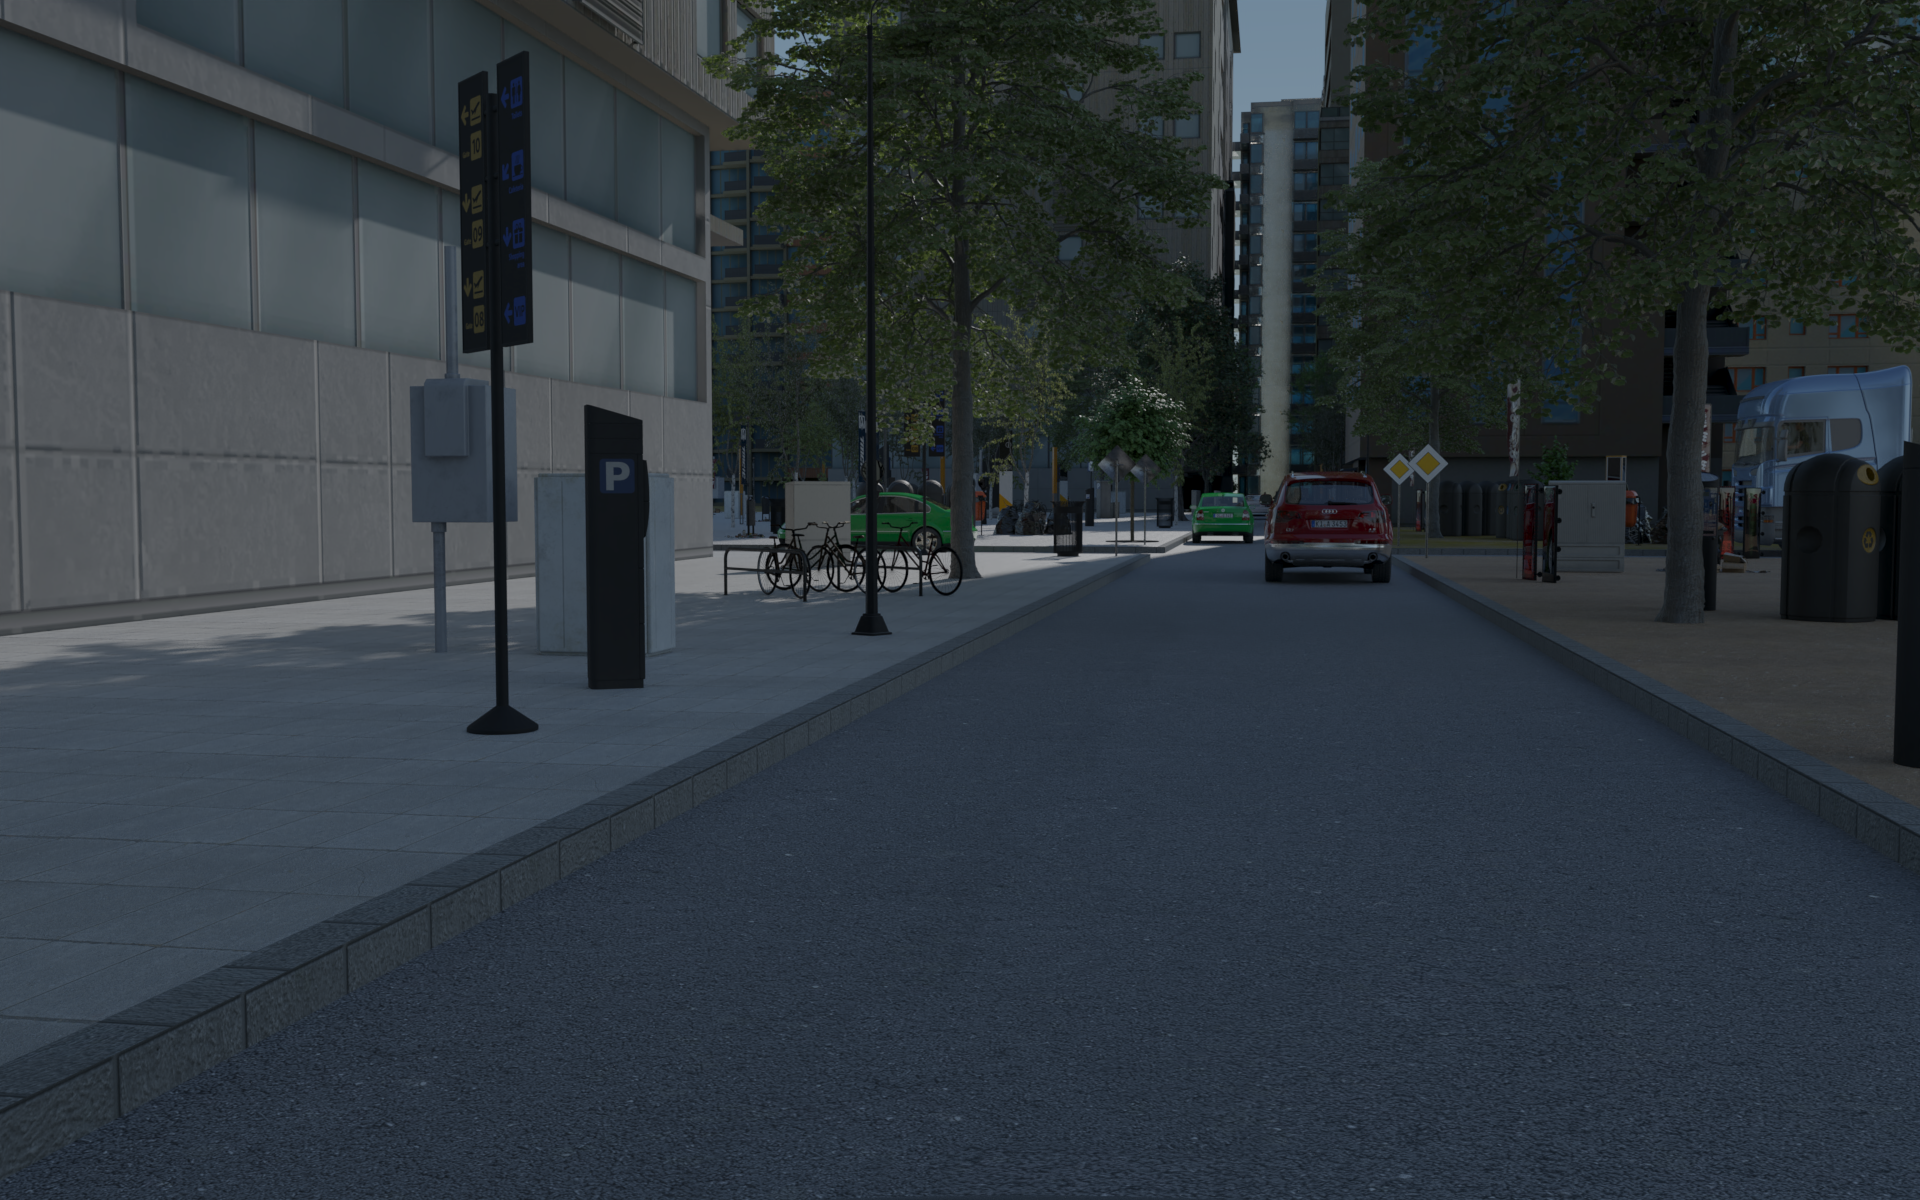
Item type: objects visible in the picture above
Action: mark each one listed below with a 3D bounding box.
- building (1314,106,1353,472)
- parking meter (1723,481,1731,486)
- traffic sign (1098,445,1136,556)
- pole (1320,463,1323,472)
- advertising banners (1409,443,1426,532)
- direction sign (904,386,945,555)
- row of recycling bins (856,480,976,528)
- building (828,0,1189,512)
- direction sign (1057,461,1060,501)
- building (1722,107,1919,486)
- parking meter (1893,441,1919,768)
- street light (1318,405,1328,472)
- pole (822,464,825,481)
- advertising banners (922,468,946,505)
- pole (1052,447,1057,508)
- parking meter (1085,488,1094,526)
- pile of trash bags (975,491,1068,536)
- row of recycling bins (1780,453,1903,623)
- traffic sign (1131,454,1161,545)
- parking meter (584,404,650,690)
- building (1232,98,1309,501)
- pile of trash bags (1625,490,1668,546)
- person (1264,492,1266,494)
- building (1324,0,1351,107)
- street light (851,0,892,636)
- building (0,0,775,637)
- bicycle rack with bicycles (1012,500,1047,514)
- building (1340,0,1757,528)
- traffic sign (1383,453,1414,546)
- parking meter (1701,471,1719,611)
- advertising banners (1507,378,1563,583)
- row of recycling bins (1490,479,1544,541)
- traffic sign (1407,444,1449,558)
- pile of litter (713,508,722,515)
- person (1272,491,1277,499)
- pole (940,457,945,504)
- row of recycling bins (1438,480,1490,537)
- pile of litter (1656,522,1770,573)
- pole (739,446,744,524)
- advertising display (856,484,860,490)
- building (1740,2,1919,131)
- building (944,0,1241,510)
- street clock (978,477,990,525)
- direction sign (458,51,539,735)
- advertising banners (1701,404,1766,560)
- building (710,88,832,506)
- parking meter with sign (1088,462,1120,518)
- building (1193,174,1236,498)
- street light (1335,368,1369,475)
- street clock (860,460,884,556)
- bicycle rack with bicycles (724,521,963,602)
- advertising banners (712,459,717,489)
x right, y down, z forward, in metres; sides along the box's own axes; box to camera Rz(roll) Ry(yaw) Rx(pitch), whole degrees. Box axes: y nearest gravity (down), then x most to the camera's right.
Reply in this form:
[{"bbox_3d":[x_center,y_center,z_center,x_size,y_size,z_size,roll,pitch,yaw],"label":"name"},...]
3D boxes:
[{"bbox_3d":[34.132,-22.002,131.432,14.160,30.474,14.107,1,4,10],"label":"building"},{"bbox_3d":[33.296,-4.244,75.108,0.399,1.863,0.255,-2,4,-33],"label":"parking meter"},{"bbox_3d":[3.226,-1.958,35.657,0.795,2.450,0.064,1,4,10],"label":"traffic sign"},{"bbox_3d":[23.905,-7.377,114.462,0.158,3.312,0.155,0,3,0],"label":"pole"},{"bbox_3d":[15.689,-3.848,59.108,0.090,3.025,2.074,0,4,-6],"label":"advertising banners"},{"bbox_3d":[-0.742,-2.706,36.235,0.876,3.537,0.379,1,4,12],"label":"direction sign"},{"bbox_3d":[-1.289,-2.686,51.033,3.534,1.692,1.069,-1,4,-9],"label":"row of recycling bins"},{"bbox_3d":[6.324,-33.269,133.188,28.713,52.752,27.495,1,4,10],"label":"building"},{"bbox_3d":[6.468,-7.482,114.325,0.379,3.537,0.876,-2,4,-30],"label":"direction sign"},{"bbox_3d":[38.271,-15.549,99.267,27.650,21.520,28.899,1,4,10],"label":"building"},{"bbox_3d":[4.630,0.016,8.157,0.372,1.533,0.369,0,3,0],"label":"parking meter"},{"bbox_3d":[19.190,-7.160,89.611,1.470,5.913,1.316,1,4,10],"label":"street light"},{"bbox_3d":[-8.540,-7.012,108.485,0.158,3.312,0.155,0,3,0],"label":"pole"},{"bbox_3d":[-1.567,-7.375,116.768,2.074,3.025,0.090,-1,4,-8],"label":"advertising banners"},{"bbox_3d":[4.121,-4.988,75.400,0.158,3.312,0.155,0,3,0],"label":"pole"},{"bbox_3d":[5.150,-3.694,68.814,0.372,1.533,0.369,0,3,0],"label":"parking meter"},{"bbox_3d":[1.732,-2.736,54.485,3.447,1.369,1.912,-2,4,-32],"label":"pile of trash bags"},{"bbox_3d":[10.185,-0.647,17.698,3.534,1.692,1.069,0,4,-2],"label":"row of recycling bins"},{"bbox_3d":[4.653,-2.439,43.514,0.795,2.450,0.064,1,4,10],"label":"traffic sign"},{"bbox_3d":[-2.267,-0.352,11.467,0.399,1.863,0.255,-1,4,-18],"label":"parking meter"},{"bbox_3d":[47.796,-36.008,208.336,30.456,49.044,23.786,1,4,10],"label":"building"},{"bbox_3d":[17.617,-2.122,44.451,1.912,1.369,3.447,3,4,38],"label":"pile of trash bags"},{"bbox_3d":[29.875,-9.748,169.348,0.415,1.643,0.593,-3,5,-44],"label":"person"},{"bbox_3d":[42.027,-32.040,147.563,21.300,48.544,21.600,1,4,10],"label":"building"},{"bbox_3d":[-0.274,-2.630,15.535,1.470,5.913,1.316,1,4,10],"label":"street light"},{"bbox_3d":[-19.067,-26.656,25.060,27.495,52.752,28.713,1,4,10],"label":"building"},{"bbox_3d":[3.871,-6.007,111.599,2.852,0.926,2.925,-2,4,-29],"label":"bicycle rack with bicycles"},{"bbox_3d":[23.459,-25.757,71.245,14.600,45.320,14.200,1,4,10],"label":"building"},{"bbox_3d":[10.745,-2.370,42.391,0.795,2.450,0.064,1,4,10],"label":"traffic sign"},{"bbox_3d":[8.171,-0.656,19.139,0.372,1.533,0.369,0,3,0],"label":"parking meter"},{"bbox_3d":[8.507,-1.808,25.755,0.090,3.025,2.074,0,4,-3],"label":"advertising banners"},{"bbox_3d":[15.891,-2.558,48.944,1.069,1.692,3.534,1,4,8],"label":"row of recycling bins"},{"bbox_3d":[9.317,-1.889,34.534,0.795,2.450,0.064,1,4,10],"label":"traffic sign"},{"bbox_3d":[-16.775,-6.364,118.022,1.176,0.858,1.719,2,4,33],"label":"pile of litter"},{"bbox_3d":[32.038,-10.178,175.645,0.721,1.736,1.217,-1,4,-22],"label":"person"},{"bbox_3d":[-0.744,-4.941,74.629,0.158,3.312,0.155,0,3,0],"label":"pole"},{"bbox_3d":[15.892,-2.828,53.345,3.534,1.692,1.069,-3,4,-37],"label":"row of recycling bins"},{"bbox_3d":[12.423,-0.890,28.512,1.719,0.858,1.176,2,4,30],"label":"pile of litter"},{"bbox_3d":[-9.252,-4.856,73.242,0.158,3.312,0.155,0,3,0],"label":"pole"},{"bbox_3d":[-6.463,-6.784,116.125,0.974,1.923,0.123,0,4,8],"label":"advertising display"},{"bbox_3d":[82.613,-33.685,170.356,30.456,49.044,23.786,1,4,10],"label":"building"},{"bbox_3d":[14.808,-36.139,180.118,27.495,52.752,28.713,1,4,10],"label":"building"},{"bbox_3d":[1.005,-4.177,72.869,0.471,2.002,0.358,2,4,33],"label":"street clock"},{"bbox_3d":[-2.481,-1.058,9.293,0.379,3.537,0.876,-3,4,-38],"label":"direction sign"},{"bbox_3d":[15.025,-2.307,33.900,2.074,3.025,0.090,-2,4,-26],"label":"advertising banners"},{"bbox_3d":[-12.307,-32.669,188.754,28.867,44.769,22.147,1,4,10],"label":"building"},{"bbox_3d":[7.616,-5.824,91.482,1.738,3.016,0.543,-2,4,-29],"label":"parking meter with sign"},{"bbox_3d":[17.154,-23.390,154.121,14.160,30.474,14.107,1,4,10],"label":"building"},{"bbox_3d":[14.374,-5.556,63.382,1.470,5.913,1.316,1,4,10],"label":"street light"},{"bbox_3d":[-1.814,-1.917,35.918,0.471,2.002,0.358,-1,4,-11],"label":"street clock"},{"bbox_3d":[-1.731,-0.529,22.037,2.852,0.926,2.925,-3,4,-39],"label":"bicycle rack with bicycles"},{"bbox_3d":[-13.081,-5.501,86.124,2.074,3.025,0.090,1,4,8],"label":"advertising banners"}]
